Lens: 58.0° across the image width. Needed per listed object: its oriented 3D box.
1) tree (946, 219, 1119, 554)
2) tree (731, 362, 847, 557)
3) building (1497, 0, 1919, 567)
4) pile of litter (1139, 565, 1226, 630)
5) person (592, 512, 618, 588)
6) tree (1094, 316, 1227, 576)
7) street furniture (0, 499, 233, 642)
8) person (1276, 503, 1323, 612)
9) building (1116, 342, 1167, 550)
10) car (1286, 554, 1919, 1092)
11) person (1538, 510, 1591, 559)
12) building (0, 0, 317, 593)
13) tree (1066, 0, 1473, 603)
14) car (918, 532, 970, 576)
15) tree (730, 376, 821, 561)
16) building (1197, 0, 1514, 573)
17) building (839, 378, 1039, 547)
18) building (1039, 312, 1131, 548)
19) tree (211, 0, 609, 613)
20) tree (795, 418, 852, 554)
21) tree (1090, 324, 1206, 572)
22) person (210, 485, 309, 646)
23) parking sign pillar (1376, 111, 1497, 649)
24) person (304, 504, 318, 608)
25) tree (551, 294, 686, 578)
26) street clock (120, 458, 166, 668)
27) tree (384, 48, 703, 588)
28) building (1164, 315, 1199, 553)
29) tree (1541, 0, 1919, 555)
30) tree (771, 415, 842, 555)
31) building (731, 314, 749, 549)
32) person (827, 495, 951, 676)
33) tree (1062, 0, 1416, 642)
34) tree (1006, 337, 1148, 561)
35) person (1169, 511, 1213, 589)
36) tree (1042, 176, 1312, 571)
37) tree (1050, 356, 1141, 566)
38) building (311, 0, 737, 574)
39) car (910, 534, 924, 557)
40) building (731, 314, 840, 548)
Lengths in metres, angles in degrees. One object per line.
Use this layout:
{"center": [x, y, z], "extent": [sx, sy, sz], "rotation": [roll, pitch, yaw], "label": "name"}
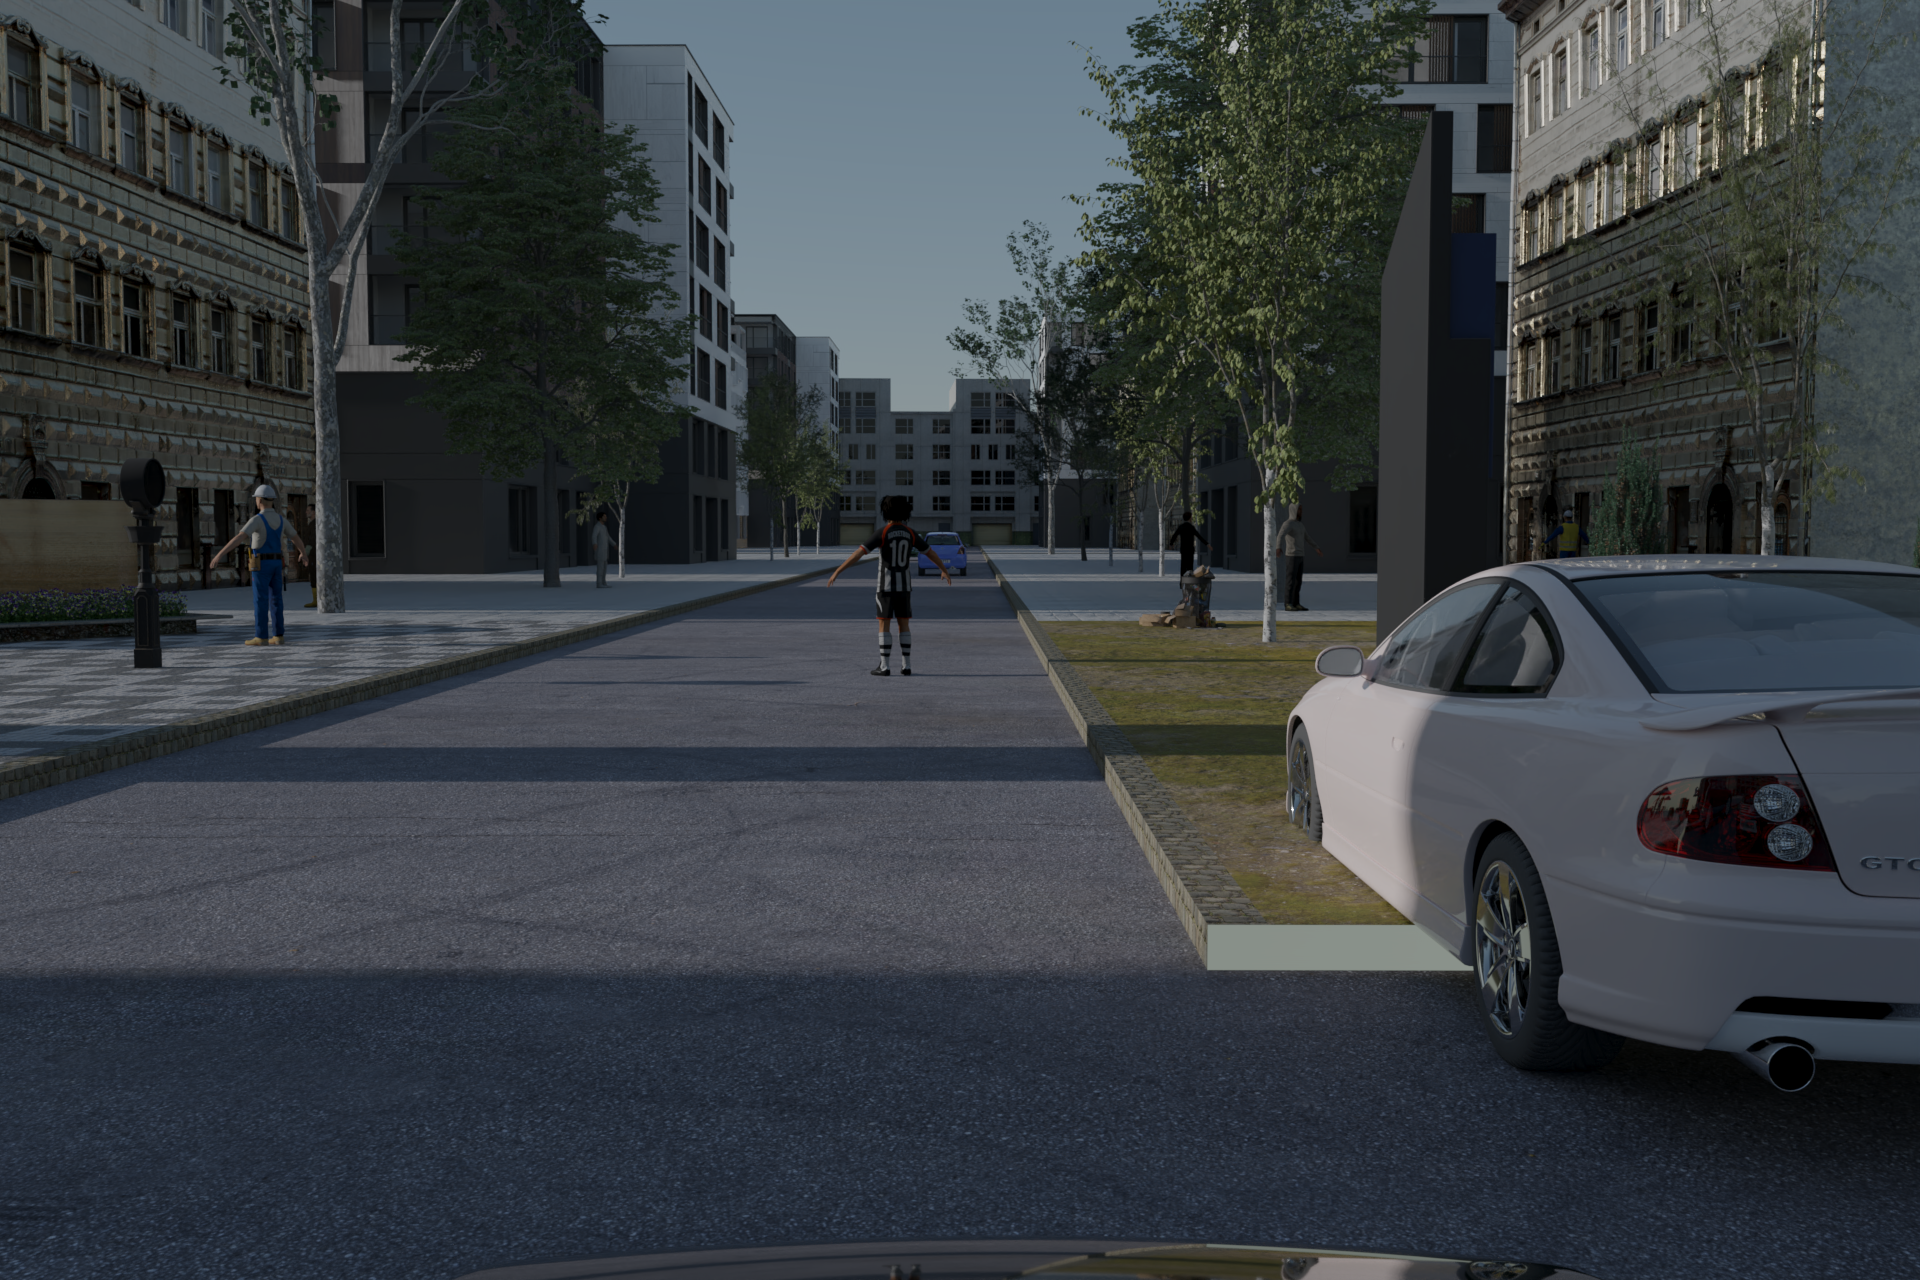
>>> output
{"center": [4.459, -15.378, 107.319], "extent": [12.611, 20.169, 13.585], "rotation": [0, 3, 0], "label": "tree"}
{"center": [-9.837, -9.805, 94.728], "extent": [7.601, 10.594, 8.767], "rotation": [-2, 4, -25], "label": "tree"}
{"center": [25.061, -12.829, 40.688], "extent": [19.493, 23.208, 18.063], "rotation": [0, 4, 0], "label": "building"}
{"center": [3.078, -0.616, 24.044], "extent": [1.176, 0.858, 1.719], "rotation": [0, 4, -2], "label": "pile of litter"}
{"center": [-8.486, -2.139, 41.166], "extent": [0.705, 1.806, 1.347], "rotation": [1, 4, 10], "label": "person"}
{"center": [6.090, -6.217, 52.017], "extent": [4.737, 8.622, 4.395], "rotation": [0, 3, 0], "label": "tree"}
{"center": [-14.449, -0.850, 20.748], "extent": [11.010, 1.723, 9.812], "rotation": [3, 4, 36], "label": "street furniture"}
{"center": [5.588, -1.385, 28.779], "extent": [0.705, 1.813, 1.348], "rotation": [3, 5, 43], "label": "person"}
{"center": [23.402, -19.338, 147.105], "extent": [19.493, 23.208, 18.063], "rotation": [0, 4, 0], "label": "building"}
{"center": [2.381, 0.389, 6.004], "extent": [2.083, 1.381, 4.827], "rotation": [0, 3, 0], "label": "car"}
{"center": [14.217, -2.115, 40.551], "extent": [1.349, 1.833, 0.705], "rotation": [-1, 4, -8], "label": "person"}
{"center": [-26.559, -12.626, 37.366], "extent": [19.493, 23.208, 18.063], "rotation": [0, 4, 0], "label": "building"}
{"center": [5.884, -7.000, 32.579], "extent": [7.486, 12.596, 7.792], "rotation": [0, 3, 0], "label": "tree"}
{"center": [-0.613, -3.113, 60.486], "extent": [1.945, 1.707, 3.694], "rotation": [0, 4, -1], "label": "car"}
{"center": [-8.657, -8.030, 81.658], "extent": [4.737, 8.622, 4.395], "rotation": [0, 3, 0], "label": "tree"}
{"center": [23.617, -13.949, 72.044], "extent": [27.936, 21.610, 32.646], "rotation": [0, 4, 1], "label": "building"}
{"center": [-0.888, -20.475, 203.672], "extent": [31.486, 18.905, 16.747], "rotation": [0, 4, -3], "label": "building"}
{"center": [21.834, -20.308, 176.004], "extent": [27.936, 21.610, 32.646], "rotation": [0, 4, 0], "label": "building"}
{"center": [-9.039, -10.447, 26.694], "extent": [12.611, 20.169, 13.585], "rotation": [0, 3, 0], "label": "tree"}
{"center": [-9.022, -9.793, 110.484], "extent": [4.737, 8.622, 4.395], "rotation": [0, 3, 0], "label": "tree"}
{"center": [5.963, -6.574, 57.854], "extent": [4.360, 8.622, 3.978], "rotation": [0, 3, 0], "label": "tree"}
{"center": [-8.030, -0.866, 20.023], "extent": [0.705, 1.847, 1.347], "rotation": [2, 4, 28], "label": "person"}
{"center": [3.207, -1.425, 11.779], "extent": [1.447, 3.967, 1.447], "rotation": [0, 4, 0], "label": "parking sign pillar"}
{"center": [-11.307, -1.475, 30.257], "extent": [0.704, 1.812, 1.346], "rotation": [-1, 4, -17], "label": "person"}
{"center": [-9.926, -6.131, 50.608], "extent": [4.360, 8.622, 3.978], "rotation": [0, 3, 0], "label": "tree"}
{"center": [-7.800, -0.735, 16.583], "extent": [0.358, 2.002, 0.471], "rotation": [0, 3, 0], "label": "street clock"}
{"center": [-10.273, -7.551, 41.581], "extent": [7.486, 12.596, 7.792], "rotation": [0, 3, 0], "label": "tree"}
{"center": [25.526, -18.187, 128.289], "extent": [19.493, 23.208, 18.063], "rotation": [0, 4, 0], "label": "building"}
{"center": [9.517, -4.246, 19.786], "extent": [4.360, 8.622, 3.978], "rotation": [0, 3, 0], "label": "tree"}
{"center": [-9.476, -9.394, 103.959], "extent": [4.737, 8.622, 4.395], "rotation": [0, 3, 0], "label": "tree"}
{"center": [-24.623, -17.757, 146.744], "extent": [16.016, 20.090, 11.380], "rotation": [0, 4, 1], "label": "building"}
{"center": [-0.676, -0.546, 17.532], "extent": [1.345, 1.843, 0.704], "rotation": [-2, 4, -24], "label": "person"}
{"center": [3.461, -4.277, 20.294], "extent": [4.737, 8.622, 4.395], "rotation": [0, 3, 0], "label": "tree"}
{"center": [5.619, -9.069, 82.683], "extent": [7.601, 10.594, 8.767], "rotation": [1, 4, 12], "label": "tree"}
{"center": [5.311, -2.087, 40.302], "extent": [0.705, 1.806, 1.347], "rotation": [-3, 4, -38], "label": "person"}
{"center": [5.617, -6.738, 44.572], "extent": [7.601, 10.594, 8.767], "rotation": [0, 4, -5], "label": "tree"}
{"center": [6.088, -7.243, 68.779], "extent": [4.360, 8.622, 3.978], "rotation": [0, 3, 0], "label": "tree"}
{"center": [-25.392, -13.867, 70.693], "extent": [27.936, 21.610, 32.646], "rotation": [0, 4, 1], "label": "building"}
{"center": [-2.715, -5.041, 94.211], "extent": [2.131, 1.459, 4.920], "rotation": [0, 4, 1], "label": "car"}
{"center": [-27.454, -20.384, 177.244], "extent": [27.936, 21.610, 32.646], "rotation": [0, 4, 1], "label": "building"}
